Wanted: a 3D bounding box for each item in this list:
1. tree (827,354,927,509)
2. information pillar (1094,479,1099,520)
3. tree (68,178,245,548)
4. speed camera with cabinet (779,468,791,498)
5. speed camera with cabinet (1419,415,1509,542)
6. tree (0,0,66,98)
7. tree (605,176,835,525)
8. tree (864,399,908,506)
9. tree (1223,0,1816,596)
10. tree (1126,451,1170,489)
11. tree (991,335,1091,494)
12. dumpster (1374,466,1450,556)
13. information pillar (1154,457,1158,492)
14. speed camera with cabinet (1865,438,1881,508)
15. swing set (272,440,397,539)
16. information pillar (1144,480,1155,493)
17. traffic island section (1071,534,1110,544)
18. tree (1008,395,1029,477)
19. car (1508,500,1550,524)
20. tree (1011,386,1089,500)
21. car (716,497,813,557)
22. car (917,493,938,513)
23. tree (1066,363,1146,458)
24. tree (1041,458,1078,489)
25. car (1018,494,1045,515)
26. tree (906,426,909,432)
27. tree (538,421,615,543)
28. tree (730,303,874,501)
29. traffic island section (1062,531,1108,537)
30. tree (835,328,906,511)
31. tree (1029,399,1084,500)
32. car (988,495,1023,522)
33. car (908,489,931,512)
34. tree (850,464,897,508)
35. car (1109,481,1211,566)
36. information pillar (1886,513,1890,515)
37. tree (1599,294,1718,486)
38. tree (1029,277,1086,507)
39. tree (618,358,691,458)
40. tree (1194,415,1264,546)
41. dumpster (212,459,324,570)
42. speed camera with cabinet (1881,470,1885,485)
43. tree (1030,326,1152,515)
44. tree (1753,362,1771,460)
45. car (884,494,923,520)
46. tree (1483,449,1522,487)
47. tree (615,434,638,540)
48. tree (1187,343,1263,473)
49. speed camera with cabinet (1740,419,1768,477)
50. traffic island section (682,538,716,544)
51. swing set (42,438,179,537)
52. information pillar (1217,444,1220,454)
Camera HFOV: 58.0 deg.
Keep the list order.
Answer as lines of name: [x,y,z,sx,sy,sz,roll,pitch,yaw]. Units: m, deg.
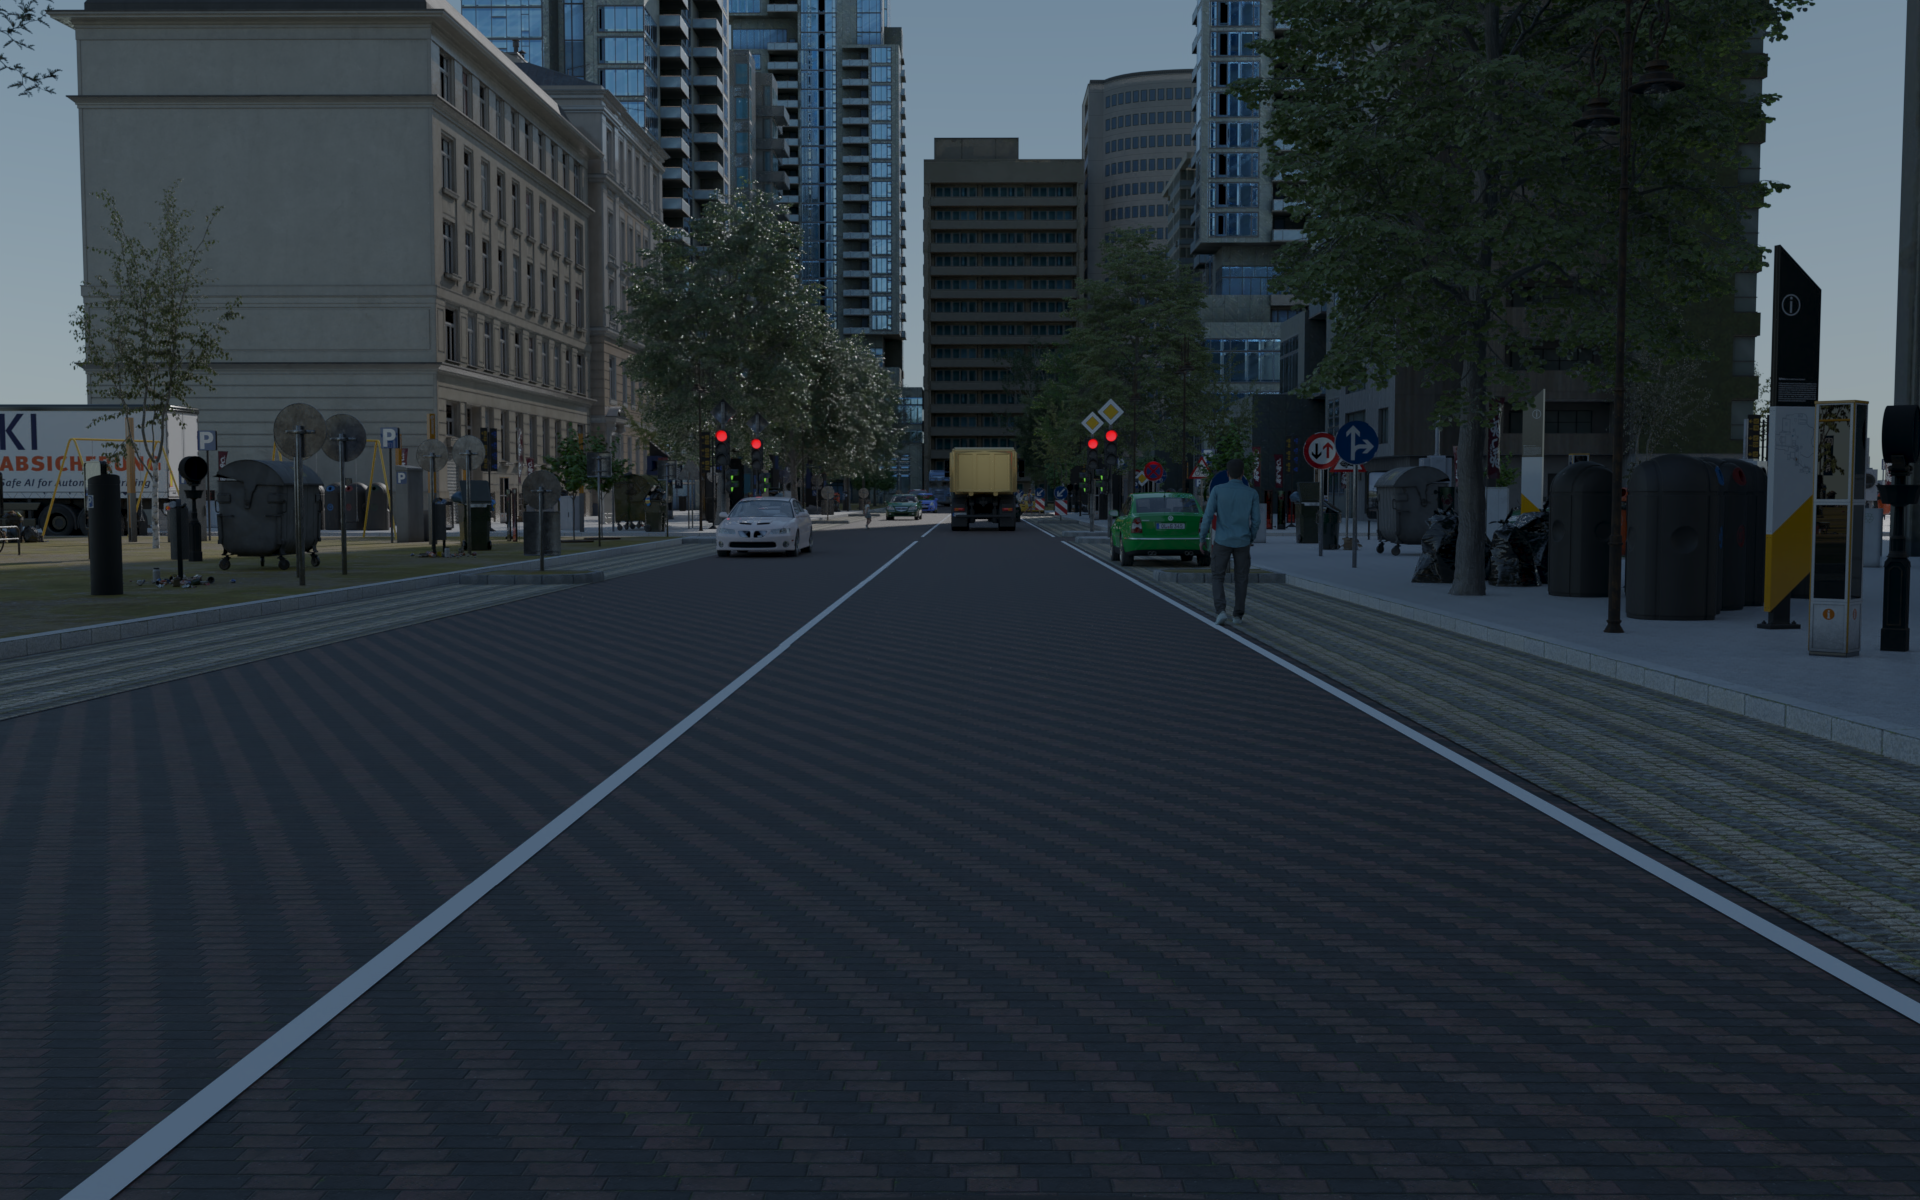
tree: [-8.449,-14.699,150.694,12.009,13.543,11.850,0,3,0]
information pillar: [6.585,-4.896,84.540,0.304,2.012,0.304,-3,5,-41]
tree: [-19.067,-5.536,40.868,4.360,8.622,3.978,0,3,0]
speed camera with cabinet: [-13.032,-8.008,125.260,0.660,3.252,2.038,2,4,32]
speed camera with cabinet: [12.178,-2.908,41.876,2.038,3.252,0.660,0,4,2]
tree: [-9.346,-6.149,10.912,12.009,13.543,11.850,0,3,0]
tree: [-9.821,-10.058,71.109,9.857,13.997,8.962,0,3,0]
tree: [-9.001,-15.488,178.986,9.928,11.665,9.643,0,3,0]
tree: [6.807,-6.349,21.933,7.486,12.596,7.792,0,3,0]
tree: [14.151,-8.958,130.171,4.285,4.588,4.351,0,3,0]
tree: [9.634,-21.322,204.508,12.611,20.169,13.585,0,3,0]
dumpster: [9.565,-1.886,36.592,1.264,1.857,1.865,0,4,1]
information pillar: [12.499,-7.285,110.466,0.183,3.616,0.504,3,4,37]
speed camera with cabinet: [31.140,-4.075,60.963,2.038,3.252,0.660,2,4,27]
swing set: [-18.010,-3.148,49.093,3.119,2.851,2.862,-3,4,-37]
information pillar: [9.506,-5.067,87.329,0.304,2.012,0.304,-2,4,-35]
traffic island section: [4.445,-1.761,51.069,2.009,0.180,2.903,0,4,1]
tree: [8.704,-15.631,173.699,7.486,12.596,7.792,0,3,0]
car: [19.416,-2.641,54.985,4.920,1.459,2.131,0,4,-1]
tree: [8.280,-13.177,149.861,7.601,10.594,8.767,1,4,23]
car: [-4.595,-1.762,41.165,2.083,1.381,4.827,0,4,2]
car: [-2.625,-7.430,131.075,1.945,1.707,3.694,0,4,2]
tree: [8.035,-8.877,95.499,4.360,8.622,3.978,0,3,0]
tree: [8.195,-9.537,139.640,4.285,4.588,4.351,0,3,0]
car: [4.887,-6.677,119.387,2.015,1.641,3.980,0,4,-1]
tree: [-8.870,-13.902,133.960,9.857,13.997,8.962,0,3,0]
tree: [-10.409,-3.145,46.027,1.663,3.219,1.824,0,3,0]
tree: [-9.812,-11.246,100.876,9.611,12.733,9.660,0,3,0]
traffic island section: [4.520,-2.249,59.054,2.009,0.180,2.903,0,4,1]
tree: [-9.457,-12.902,117.597,9.857,13.997,8.962,0,3,0]
tree: [7.369,-10.785,126.698,4.737,8.622,4.395,0,3,0]
car: [2.298,-4.940,90.553,2.009,1.686,4.222,0,4,1]
car: [-3.383,-8.039,140.112,2.281,1.827,5.304,0,4,-1]
tree: [-8.937,-10.896,161.866,4.285,4.588,4.351,0,3,0]
car: [4.075,-1.635,35.525,1.959,1.807,4.718,0,4,1]
information pillar: [62.089,-6.798,115.633,0.304,2.012,0.304,3,5,42]
tree: [25.855,-7.010,64.969,4.360,8.622,3.978,0,3,0]
tree: [7.658,-9.498,73.412,7.486,12.596,7.792,0,3,0]
tree: [-15.752,-8.673,92.163,4.737,8.622,4.395,0,3,0]
tree: [6.593,-2.940,42.673,1.663,3.219,1.824,0,3,0]
dumpster: [-11.893,-1.472,29.827,1.264,1.857,1.865,0,4,1]
speed camera with cabinet: [60.378,-7.362,114.706,0.660,3.252,2.038,-2,4,-23]
tree: [8.154,-11.041,106.272,9.928,11.665,9.643,0,3,0]
tree: [34.523,-7.767,77.353,4.737,8.622,4.395,0,3,0]
car: [-3.108,-5.183,96.543,2.131,1.459,4.920,0,4,2]
tree: [20.364,-4.367,66.008,1.663,3.219,1.824,0,3,0]
tree: [-10.232,-3.325,48.965,1.663,3.219,1.824,0,3,0]
tree: [12.751,-8.255,85.330,4.737,8.622,4.395,0,3,0]
speed camera with cabinet: [20.330,-3.103,45.071,2.038,3.252,0.660,-3,5,-44]
traffic island section: [-6.996,-1.768,51.181,2.009,0.180,2.903,0,4,1]
swing set: [-24.052,-3.184,49.674,2.862,2.851,3.119,2,4,26]
information pillar: [10.321,-4.684,67.932,0.504,3.616,0.183,0,4,-2]
